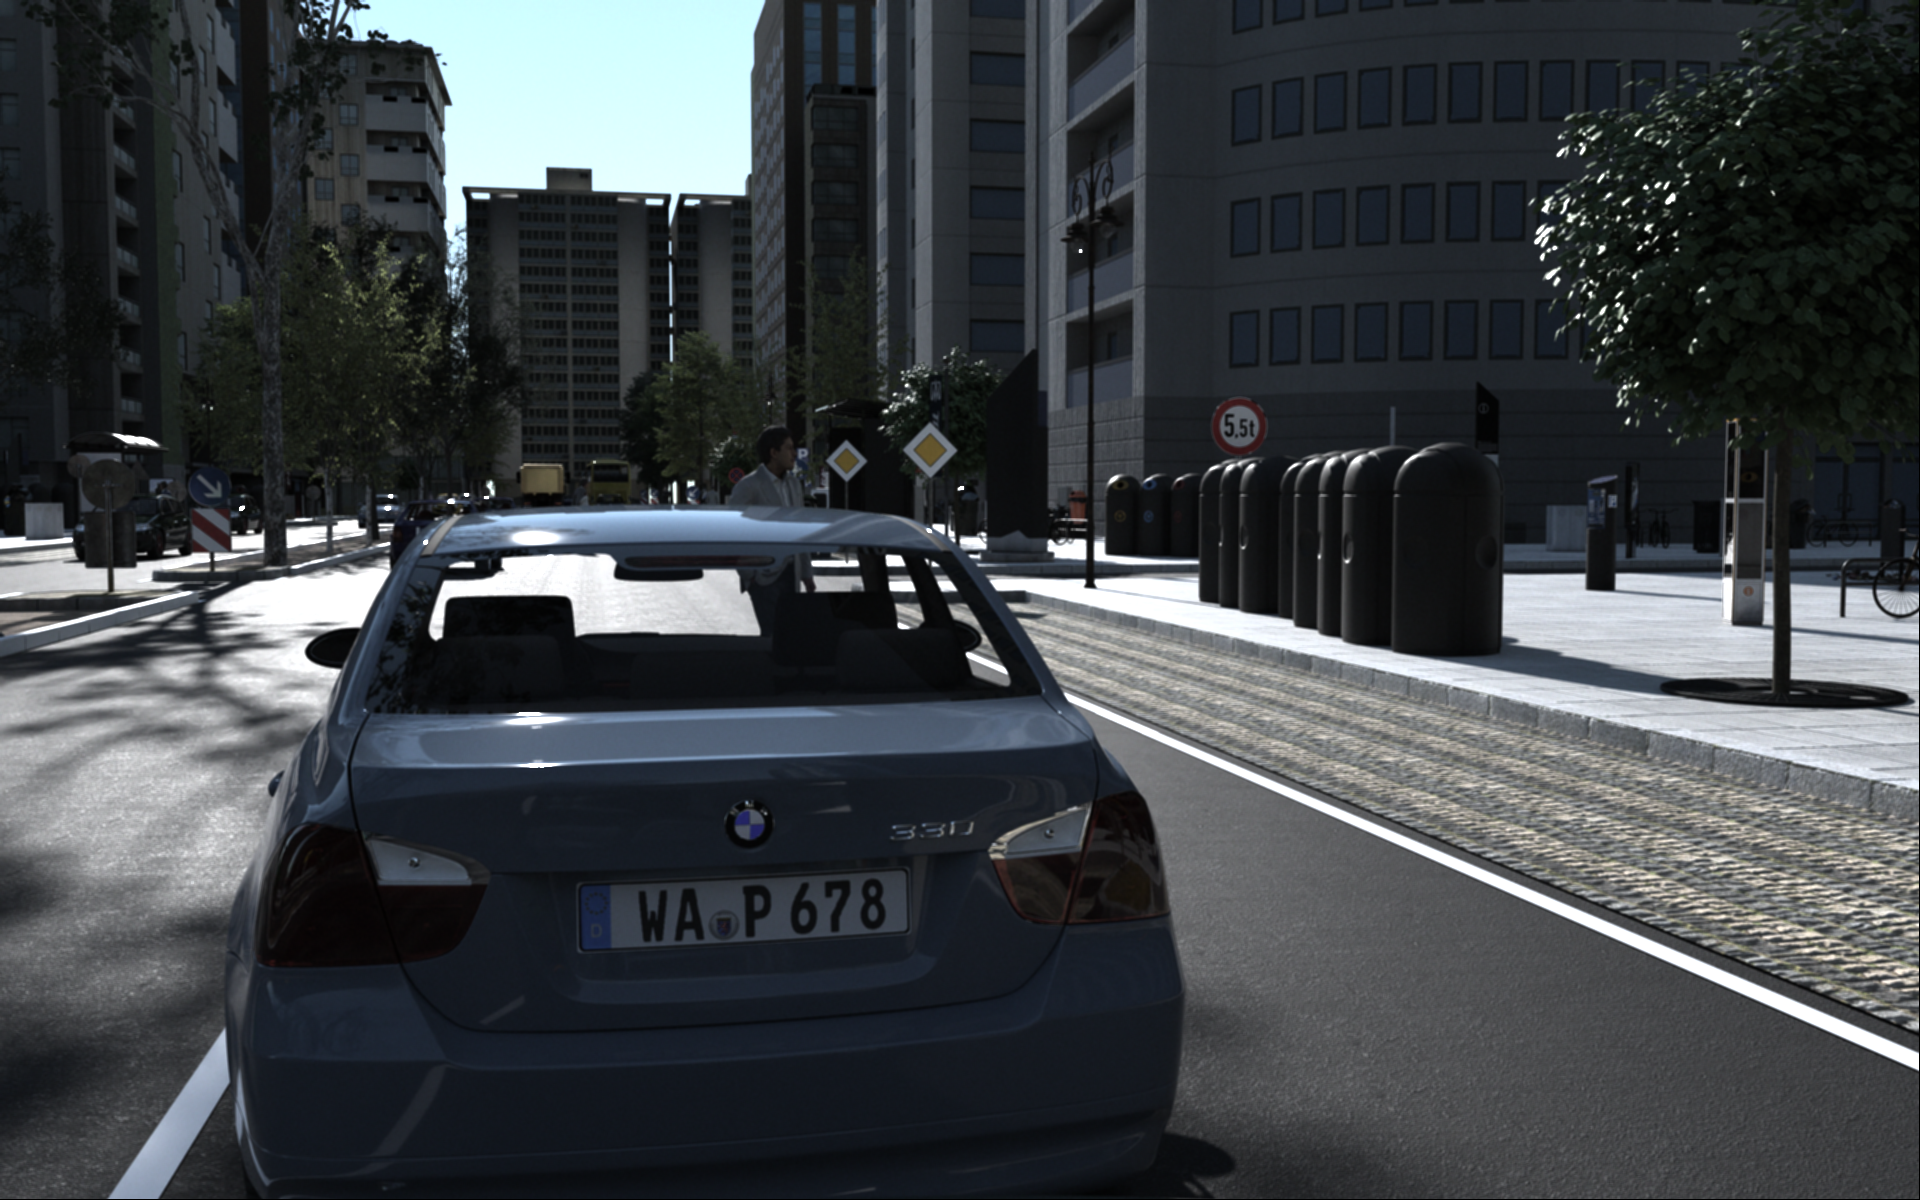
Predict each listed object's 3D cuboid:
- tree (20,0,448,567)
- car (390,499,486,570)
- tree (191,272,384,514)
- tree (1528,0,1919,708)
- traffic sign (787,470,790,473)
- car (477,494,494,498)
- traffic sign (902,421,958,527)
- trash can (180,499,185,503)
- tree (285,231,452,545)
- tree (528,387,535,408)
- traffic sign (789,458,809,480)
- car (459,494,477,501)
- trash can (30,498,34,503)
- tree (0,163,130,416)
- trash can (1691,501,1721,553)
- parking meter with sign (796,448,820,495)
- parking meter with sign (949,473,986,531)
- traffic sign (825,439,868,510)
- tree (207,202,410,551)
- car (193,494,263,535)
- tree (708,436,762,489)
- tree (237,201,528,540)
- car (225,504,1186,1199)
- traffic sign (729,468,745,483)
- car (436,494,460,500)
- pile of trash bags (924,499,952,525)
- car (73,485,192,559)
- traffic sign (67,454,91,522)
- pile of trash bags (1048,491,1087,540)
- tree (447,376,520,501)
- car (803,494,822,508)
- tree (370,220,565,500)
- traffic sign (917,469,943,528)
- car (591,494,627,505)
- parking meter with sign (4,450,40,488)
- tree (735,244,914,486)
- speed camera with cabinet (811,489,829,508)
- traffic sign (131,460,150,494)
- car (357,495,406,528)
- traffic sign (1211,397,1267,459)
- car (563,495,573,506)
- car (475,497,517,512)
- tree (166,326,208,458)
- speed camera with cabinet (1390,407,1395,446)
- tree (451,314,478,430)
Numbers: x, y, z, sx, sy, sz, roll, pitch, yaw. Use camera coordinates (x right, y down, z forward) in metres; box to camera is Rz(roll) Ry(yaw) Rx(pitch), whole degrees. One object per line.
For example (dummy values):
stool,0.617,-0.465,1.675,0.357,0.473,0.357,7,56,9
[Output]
tree,-14.715,-10.728,33.753,12.611,20.169,13.585,0,3,0
car,-9.535,-1.206,32.304,1.945,1.354,3.894,-1,4,-10
tree,-35.149,-10.389,87.987,7.486,12.596,7.792,0,3,0
tree,5.342,-1.667,10.971,4.285,4.588,4.351,0,3,0
traffic sign,-6.310,-3.696,60.538,0.768,2.556,0.104,0,4,-3
car,-44.659,-9.260,163.192,2.131,1.459,4.920,-1,4,-12
traffic sign,-0.418,-1.246,24.019,0.795,2.450,0.064,-1,4,-12
trash can,-37.413,-4.356,82.871,0.748,1.137,0.748,0,3,0
tree,-16.484,-5.828,48.102,4.360,8.622,3.978,0,3,0
tree,-20.745,-7.966,67.120,8.767,10.594,7.601,-1,4,-12
traffic sign,-5.798,-3.781,61.931,0.768,2.556,0.104,0,4,-8
car,-39.908,-7.855,140.229,2.131,1.459,4.920,-1,4,-13
trash can,-33.075,-3.023,61.083,0.748,1.137,0.748,0,3,0
tree,-25.890,-6.797,45.548,8.767,10.594,7.601,0,4,-5
trash can,16.270,-1.589,37.635,0.748,1.137,0.748,0,3,0
parking meter with sign,-5.647,-4.276,66.169,0.543,3.016,1.738,1,4,19
parking meter with sign,0.511,-3.871,59.559,1.738,3.016,0.543,0,4,-7
traffic sign,-2.085,-1.724,31.829,0.795,2.450,0.064,-1,4,-12
tree,-15.676,-5.507,42.855,4.737,8.622,4.395,0,3,0
car,-25.888,-3.145,61.211,2.009,1.686,4.222,-1,4,-10
tree,-11.175,-6.422,88.714,4.285,4.588,4.351,0,3,0
tree,-18.235,-7.156,53.875,8.767,10.594,7.601,-1,4,-12
car,-0.803,0.442,4.768,2.014,1.417,4.499,-1,4,-13
traffic sign,-10.727,-5.085,83.243,0.768,2.556,0.104,0,4,-4
car,-32.630,-6.122,110.325,2.015,1.641,3.980,-1,4,-12
pile of trash bags,-0.647,-3.937,74.115,3.447,1.369,1.912,2,4,24
car,-18.732,-1.807,39.327,2.009,1.686,4.222,-1,4,-10
traffic sign,-28.167,-3.382,55.401,0.768,2.556,0.104,0,4,-2
pile of trash bags,2.942,-2.454,49.881,1.912,1.369,3.447,-1,4,-16
tree,-25.301,-8.472,91.344,4.737,8.622,4.395,0,3,0
car,-3.987,-1.838,39.840,2.009,1.686,4.222,-1,4,-11
tree,-22.782,-10.044,77.049,12.009,13.543,11.850,0,3,0
traffic sign,-0.711,-2.651,43.342,0.884,2.594,0.081,0,4,-7
car,-19.353,-5.248,95.591,2.009,1.686,4.222,-1,4,-13
parking meter with sign,-37.213,-4.468,69.310,1.738,3.016,0.543,-2,4,-24
tree,-3.529,-6.214,51.953,4.737,8.622,4.395,0,3,0
speed camera with cabinet,-4.155,-3.940,58.758,2.038,3.252,0.660,3,4,39
traffic sign,-30.910,-3.983,65.124,0.884,2.594,0.081,0,4,-7
car,-24.951,-3.843,74.839,2.014,1.417,4.499,-1,4,-14
traffic sign,3.664,-1.392,22.863,0.768,2.556,0.104,-1,4,-10
car,-39.938,-10.057,177.018,1.945,1.354,3.894,-1,4,-11
car,-14.763,-2.591,54.943,1.945,1.354,3.894,-1,4,-14
tree,-31.579,-7.561,73.978,4.737,8.622,4.395,0,3,0
speed camera with cabinet,10.493,-2.740,39.142,2.038,3.252,0.660,2,4,31
tree,-19.144,-6.636,61.315,4.360,8.622,3.978,0,3,0
